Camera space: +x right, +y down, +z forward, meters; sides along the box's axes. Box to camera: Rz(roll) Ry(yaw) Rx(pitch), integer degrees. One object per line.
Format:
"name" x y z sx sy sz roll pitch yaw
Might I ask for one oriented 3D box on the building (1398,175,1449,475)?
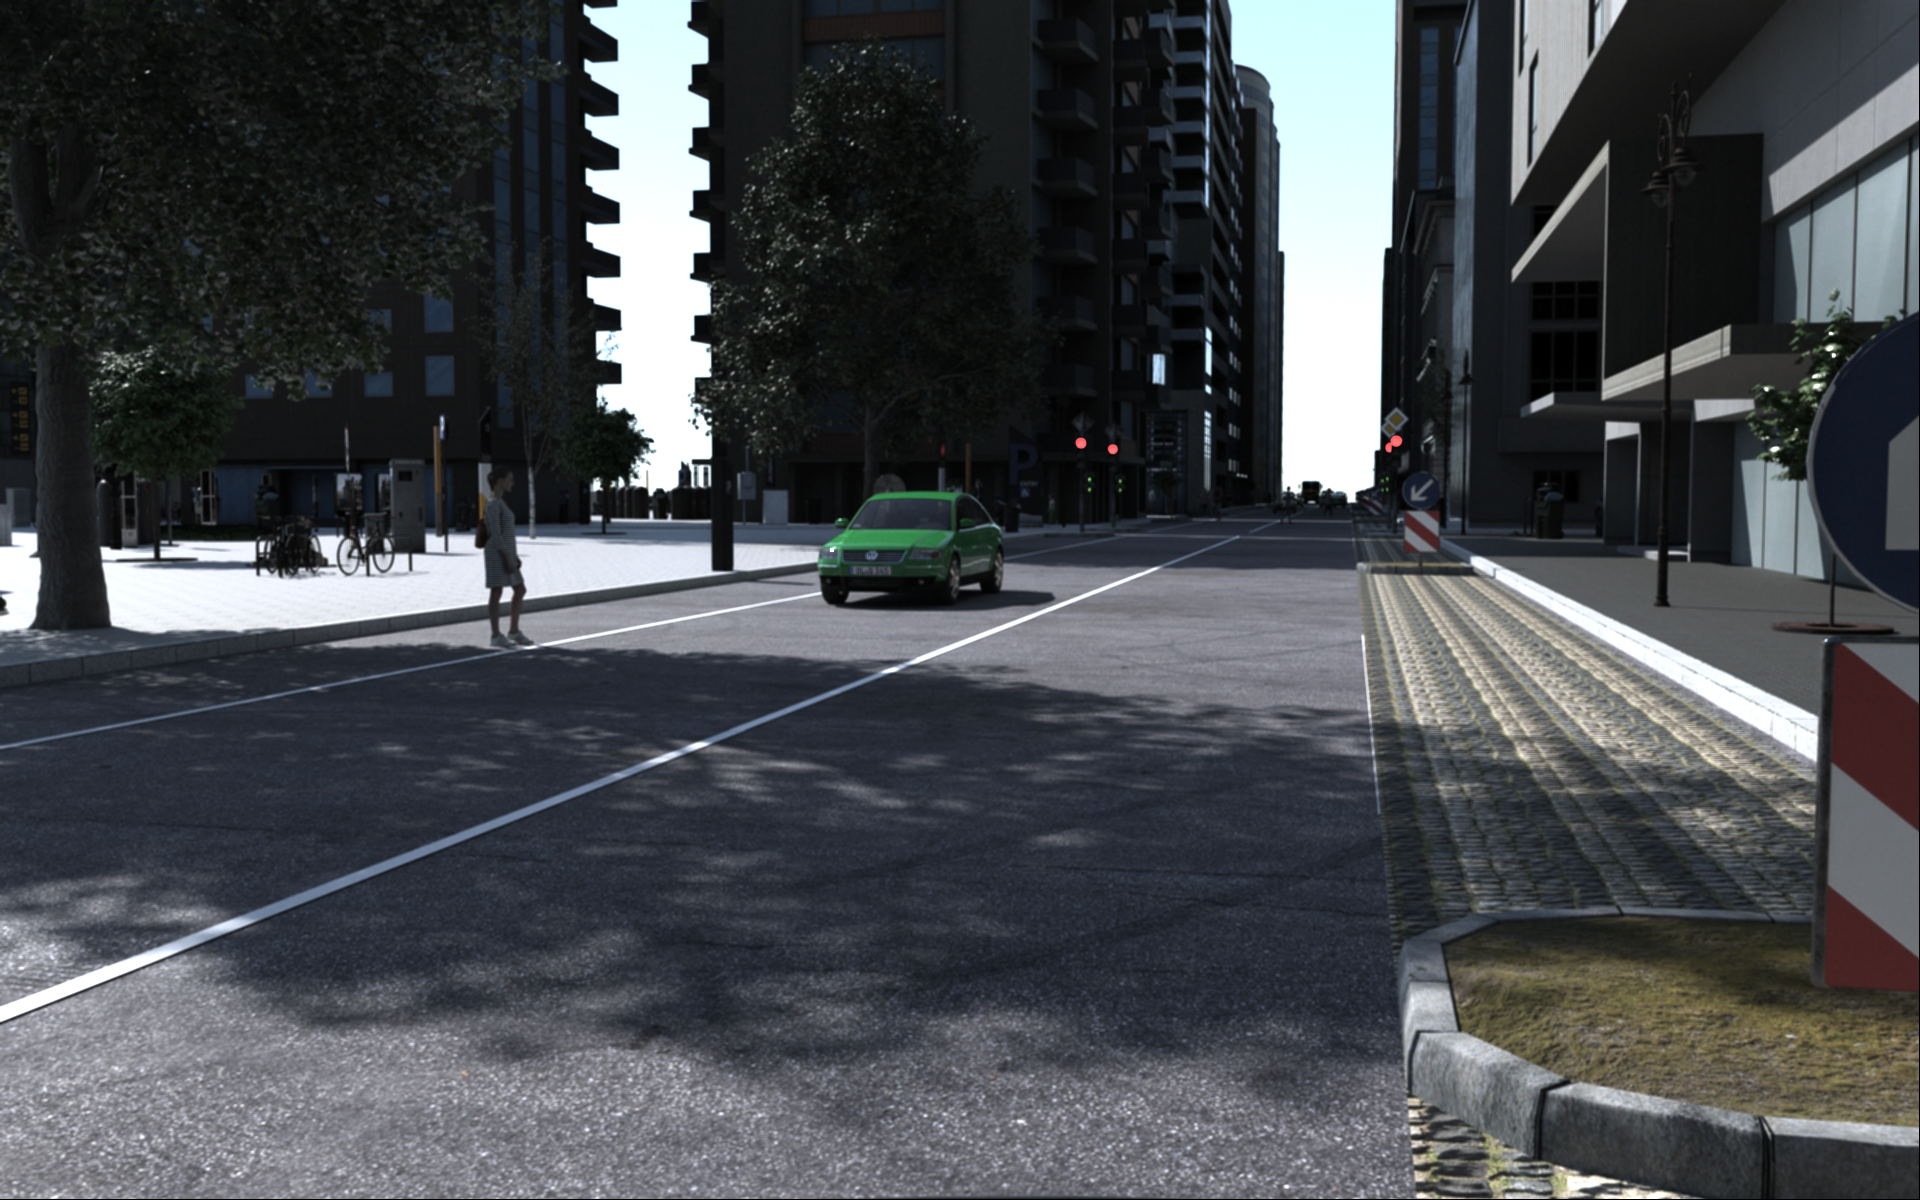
"building" 38.290 -18.427 120.354 14.314 24.678 30.058 1 4 13

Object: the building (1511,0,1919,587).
"building" 24.370 -26.824 27.807 28.713 52.752 27.495 1 4 13

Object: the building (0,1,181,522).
"building" -47.696 -19.052 83.195 14.107 30.474 14.160 1 4 13

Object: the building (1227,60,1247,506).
"building" 17.123 -34.128 177.604 23.786 49.044 30.456 1 4 13

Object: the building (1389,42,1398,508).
"building" 46.770 -29.081 159.064 14.154 41.232 14.086 1 4 13

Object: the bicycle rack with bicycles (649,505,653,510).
"bicycle rack with bicycles" -20.132 -5.703 106.630 2.852 0.926 2.925 -3 5 -44

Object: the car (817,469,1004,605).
"car" -0.596 -0.924 23.899 1.959 1.807 4.718 1 4 13

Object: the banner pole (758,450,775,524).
"banner pole" -8.233 -5.139 74.040 0.863 3.779 0.401 -3 5 -40

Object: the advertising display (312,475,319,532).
"advertising display" -21.802 -3.264 58.581 0.123 1.923 0.974 -2 4 -24

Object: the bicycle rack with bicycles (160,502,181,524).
"bicycle rack with bicycles" -36.155 -4.085 80.166 2.925 0.926 2.852 -3 4 -37

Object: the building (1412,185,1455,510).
"building" 30.986 -14.208 96.922 10.561 19.102 19.286 1 4 13

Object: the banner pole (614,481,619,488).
"banner pole" -28.699 -9.447 144.479 0.863 3.779 0.401 3 5 41

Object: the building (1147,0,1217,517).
"building" 7.547 -49.506 122.102 22.319 86.520 31.000 1 4 13

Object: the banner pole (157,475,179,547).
"banner pole" -19.301 -3.178 41.971 0.401 3.779 0.863 0 4 2

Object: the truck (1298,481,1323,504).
"truck" 51.813 -15.885 255.641 3.469 3.379 9.791 1 4 13

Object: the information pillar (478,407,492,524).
"information pillar" -12.787 -3.384 46.677 0.183 3.616 0.504 1 4 20

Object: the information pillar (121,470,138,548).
"information pillar" -19.683 -2.234 41.019 0.304 2.012 0.304 -2 4 -33

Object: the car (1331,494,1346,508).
"car" 39.478 -10.567 181.574 1.959 1.807 4.718 1 4 14

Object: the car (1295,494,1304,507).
"car" 37.915 -11.345 195.715 2.015 1.641 3.980 1 4 14

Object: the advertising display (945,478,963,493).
"advertising display" -0.351 -4.035 71.187 0.974 1.923 0.123 0 4 -2

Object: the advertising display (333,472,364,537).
"advertising display" -18.223 -2.840 51.646 0.123 1.923 0.974 2 4 32

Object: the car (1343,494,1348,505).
"car" 49.052 -12.954 223.594 2.131 1.459 4.920 1 4 11

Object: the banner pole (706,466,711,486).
"banner pole" -20.059 -9.046 137.923 0.863 3.779 0.401 -1 4 -20

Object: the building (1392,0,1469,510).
"building" 43.699 -30.278 145.159 14.600 45.320 14.200 1 4 13

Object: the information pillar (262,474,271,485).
"information pillar" -25.421 -3.612 63.551 0.304 2.012 0.304 -1 4 -18

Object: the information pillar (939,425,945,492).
"information pillar" -0.581 -3.893 55.002 0.183 3.616 0.504 1 4 14

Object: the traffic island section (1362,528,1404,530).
"traffic island section" 15.820 -2.538 63.770 2.009 0.180 2.903 1 4 13

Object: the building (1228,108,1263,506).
"building" 27.098 -33.530 198.325 14.600 45.320 14.200 1 4 13

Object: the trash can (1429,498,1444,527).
"trash can" 18.703 -3.445 67.978 0.748 1.137 0.748 0 3 0

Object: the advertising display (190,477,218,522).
"advertising display" -28.881 -3.731 66.212 0.974 1.923 0.123 0 4 -3

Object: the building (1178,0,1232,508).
"building" 12.189 -32.305 151.888 21.300 48.544 21.600 1 4 13

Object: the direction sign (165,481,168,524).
"direction sign" -23.251 -3.593 50.741 0.876 3.537 0.379 2 4 30

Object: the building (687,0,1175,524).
"building" -1.096 -26.415 86.508 22.147 44.769 28.867 1 4 13

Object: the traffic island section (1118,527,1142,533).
"traffic island section" 5.828 -2.675 66.011 2.009 0.180 2.903 1 4 13

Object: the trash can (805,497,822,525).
"trash can" -6.181 -3.763 73.182 0.748 1.137 0.748 0 3 0

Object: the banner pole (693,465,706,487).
"banner pole" -20.408 -8.843 134.600 0.863 3.779 0.401 2 4 33

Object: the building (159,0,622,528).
"building" -24.354 -26.014 75.447 14.200 45.320 14.600 1 4 13

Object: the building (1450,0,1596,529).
"building" 34.711 -15.099 65.931 30.058 24.678 14.314 1 4 13

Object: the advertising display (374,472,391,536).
"advertising display" -17.258 -2.849 51.795 0.123 1.923 0.974 0 4 2

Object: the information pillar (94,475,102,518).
"information pillar" -32.768 -3.752 65.843 0.304 2.012 0.304 -2 4 -34

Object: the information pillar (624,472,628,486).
"information pillar" -23.636 -8.037 122.757 0.183 3.616 0.504 3 5 42

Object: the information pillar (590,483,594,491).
"information pillar" -30.748 -9.364 144.461 0.504 3.616 0.183 2 4 31

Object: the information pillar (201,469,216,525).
"information pillar" -22.354 -2.876 51.511 0.304 2.012 0.304 0 4 0

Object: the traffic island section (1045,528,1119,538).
"traffic island section" 4.078 -2.198 58.219 2.009 0.180 2.903 1 4 13

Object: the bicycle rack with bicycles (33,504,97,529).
"bicycle rack with bicycles" -31.017 -2.959 61.755 2.925 0.926 2.852 1 4 17

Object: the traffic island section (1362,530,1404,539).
"traffic island section" 14.070 -2.061 55.978 2.009 0.180 2.903 1 4 13

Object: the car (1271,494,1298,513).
"car" 24.581 -7.392 131.085 2.015 1.641 3.980 1 4 11

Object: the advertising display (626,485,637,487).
"advertising display" -23.167 -7.160 122.278 0.123 1.923 0.974 2 4 33

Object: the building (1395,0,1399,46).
"building" 55.504 -38.970 179.152 21.231 58.520 28.212 1 4 13

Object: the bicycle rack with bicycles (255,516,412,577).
"bicycle rack with bicycles" -10.199 -0.880 27.762 2.852 0.926 2.925 0 4 5

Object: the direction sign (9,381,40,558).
"direction sign" -18.679 -2.633 35.042 0.876 3.537 0.379 -2 4 -26
